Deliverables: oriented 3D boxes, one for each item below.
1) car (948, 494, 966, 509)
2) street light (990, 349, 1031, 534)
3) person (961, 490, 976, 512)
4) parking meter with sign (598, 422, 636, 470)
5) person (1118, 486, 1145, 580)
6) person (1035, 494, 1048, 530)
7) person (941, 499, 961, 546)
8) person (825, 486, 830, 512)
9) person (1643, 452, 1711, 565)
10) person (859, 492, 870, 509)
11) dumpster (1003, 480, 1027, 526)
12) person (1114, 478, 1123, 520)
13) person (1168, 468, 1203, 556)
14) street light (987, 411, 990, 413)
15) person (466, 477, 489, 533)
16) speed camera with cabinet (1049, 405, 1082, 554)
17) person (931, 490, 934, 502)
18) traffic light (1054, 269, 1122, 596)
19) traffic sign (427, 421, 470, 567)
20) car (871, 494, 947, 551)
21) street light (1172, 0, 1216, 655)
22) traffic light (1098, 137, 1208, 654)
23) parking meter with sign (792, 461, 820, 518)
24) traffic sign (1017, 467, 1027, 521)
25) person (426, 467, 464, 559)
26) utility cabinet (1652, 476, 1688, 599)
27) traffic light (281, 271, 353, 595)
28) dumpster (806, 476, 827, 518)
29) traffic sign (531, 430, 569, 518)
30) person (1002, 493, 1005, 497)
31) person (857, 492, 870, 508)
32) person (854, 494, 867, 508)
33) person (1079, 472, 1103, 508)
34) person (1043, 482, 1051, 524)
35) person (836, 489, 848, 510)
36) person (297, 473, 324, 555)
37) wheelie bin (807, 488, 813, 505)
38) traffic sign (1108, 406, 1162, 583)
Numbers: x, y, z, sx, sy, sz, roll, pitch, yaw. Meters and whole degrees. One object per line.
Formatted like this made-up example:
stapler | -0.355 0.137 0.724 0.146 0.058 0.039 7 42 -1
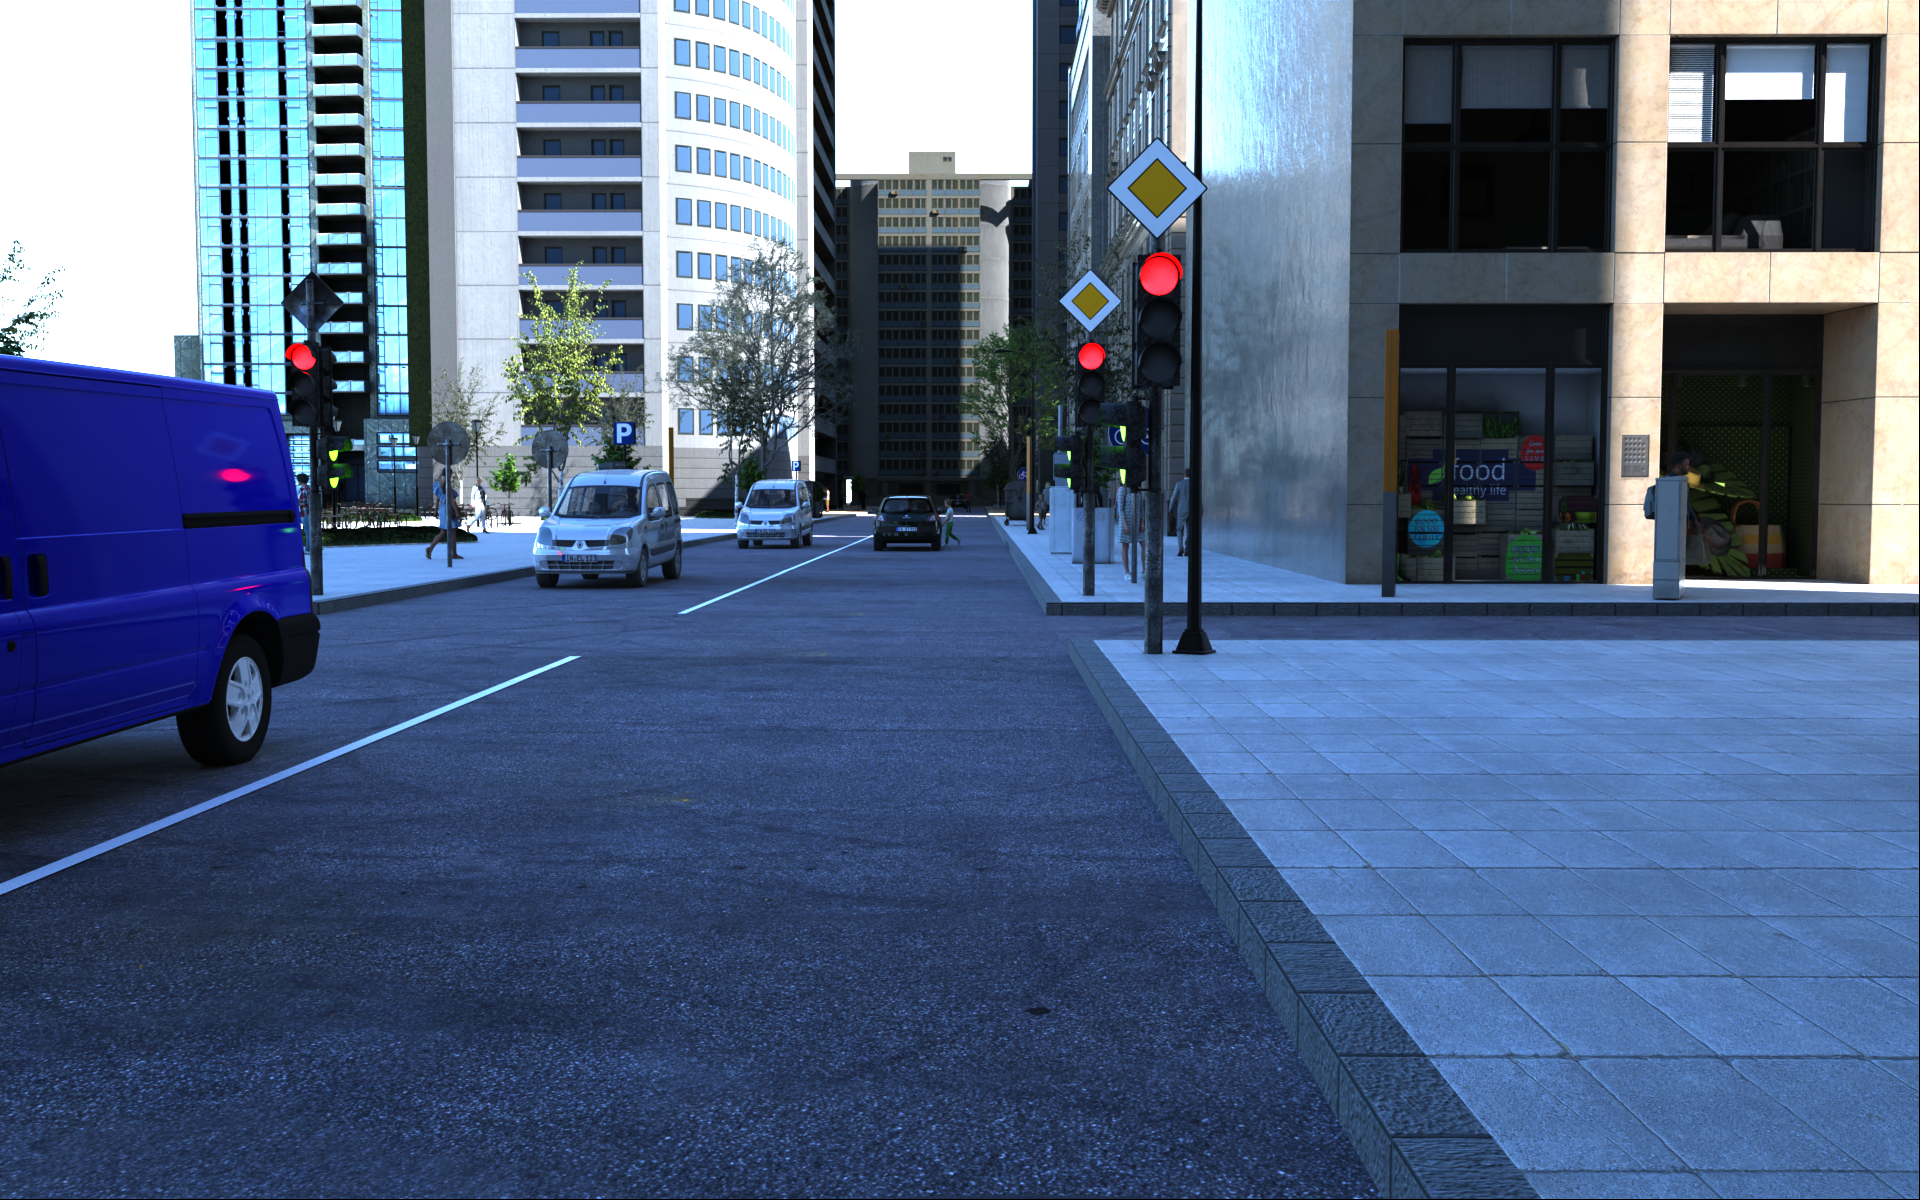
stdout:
car | -0.181 -9.806 170.118 2.009 1.686 4.222 0 4 1
street light | 1.791 -5.080 55.604 1.470 5.913 1.316 0 4 1
person | 0.677 -7.791 136.609 1.217 1.743 0.721 1 4 11
parking meter with sign | -8.292 -2.744 41.128 0.543 3.016 1.738 1 4 13
person | 2.555 -1.144 25.748 0.512 1.701 0.522 -3 4 -37
person | 2.929 -3.168 62.119 0.475 1.303 0.640 -2 4 -29
person | -0.252 -2.129 47.559 0.590 1.304 0.306 -1 4 -18
person | -9.367 -7.080 121.803 0.705 1.824 1.348 0 4 6
person | 9.370 -1.013 22.594 0.794 1.824 0.713 -1 4 -18
person | -8.216 -8.657 147.614 0.705 1.821 1.348 -3 5 -44
dumpster | 2.415 -3.980 70.824 1.264 1.857 1.865 0 4 1
person | 5.049 -2.926 53.887 0.555 1.821 0.388 1 4 18
person | 4.674 -1.819 35.911 0.709 1.813 0.853 0 4 -1
street light | 2.181 -7.589 96.621 1.470 5.913 1.316 0 4 1
person | -15.732 -3.094 56.515 0.818 1.842 0.514 1 4 15
speed camera with cabinet | 2.328 -2.662 37.866 0.660 3.252 2.038 0 4 8
person | -2.695 -9.944 171.177 0.705 1.812 1.348 0 4 -7
traffic light | 1.611 -2.011 21.807 0.839 4.253 0.868 0 4 1
traffic sign | -8.963 -1.850 30.353 0.768 2.556 0.104 0 4 5
car | -1.342 -2.158 45.077 2.009 1.686 4.222 0 4 0
street light | 1.348 -2.524 13.811 1.470 5.913 1.316 0 4 1
traffic light | 1.538 -1.523 13.822 0.839 4.253 0.868 0 4 1
parking meter with sign | -8.089 -5.818 91.388 0.543 3.016 1.738 2 4 35
traffic sign | 3.060 -4.946 80.979 0.768 2.556 0.104 0 4 6
person | -10.050 -1.697 33.880 0.616 1.811 0.778 3 5 44
utility cabinet | 8.763 -0.778 21.393 0.318 1.500 1.173 2 4 26
traffic light | -8.150 -2.016 21.881 0.839 4.253 0.868 0 4 1
dumpster | -8.024 -5.581 93.745 1.502 2.255 1.985 0 4 1
traffic sign | -8.174 -2.105 34.516 0.768 2.556 0.104 1 4 8
person | 4.445 -9.471 161.599 1.217 1.736 0.721 2 4 29
person | -9.093 -9.600 162.988 1.348 1.826 0.705 0 4 5
person | -8.959 -9.102 155.383 1.217 1.766 0.721 0 4 -8
person | 2.985 -2.060 39.503 0.659 1.850 0.755 0 4 -5
person | 3.691 -4.136 73.849 0.709 1.800 0.728 2 4 30
person | -9.576 -8.169 140.328 1.217 1.735 0.721 -3 4 -37
person | -13.841 -1.829 36.790 0.643 1.720 0.563 -2 4 -28
wheelie bin | -8.072 -4.975 89.248 0.693 1.594 0.980 2 4 33
traffic sign | 2.508 -1.513 24.849 0.768 2.556 0.104 1 4 9
